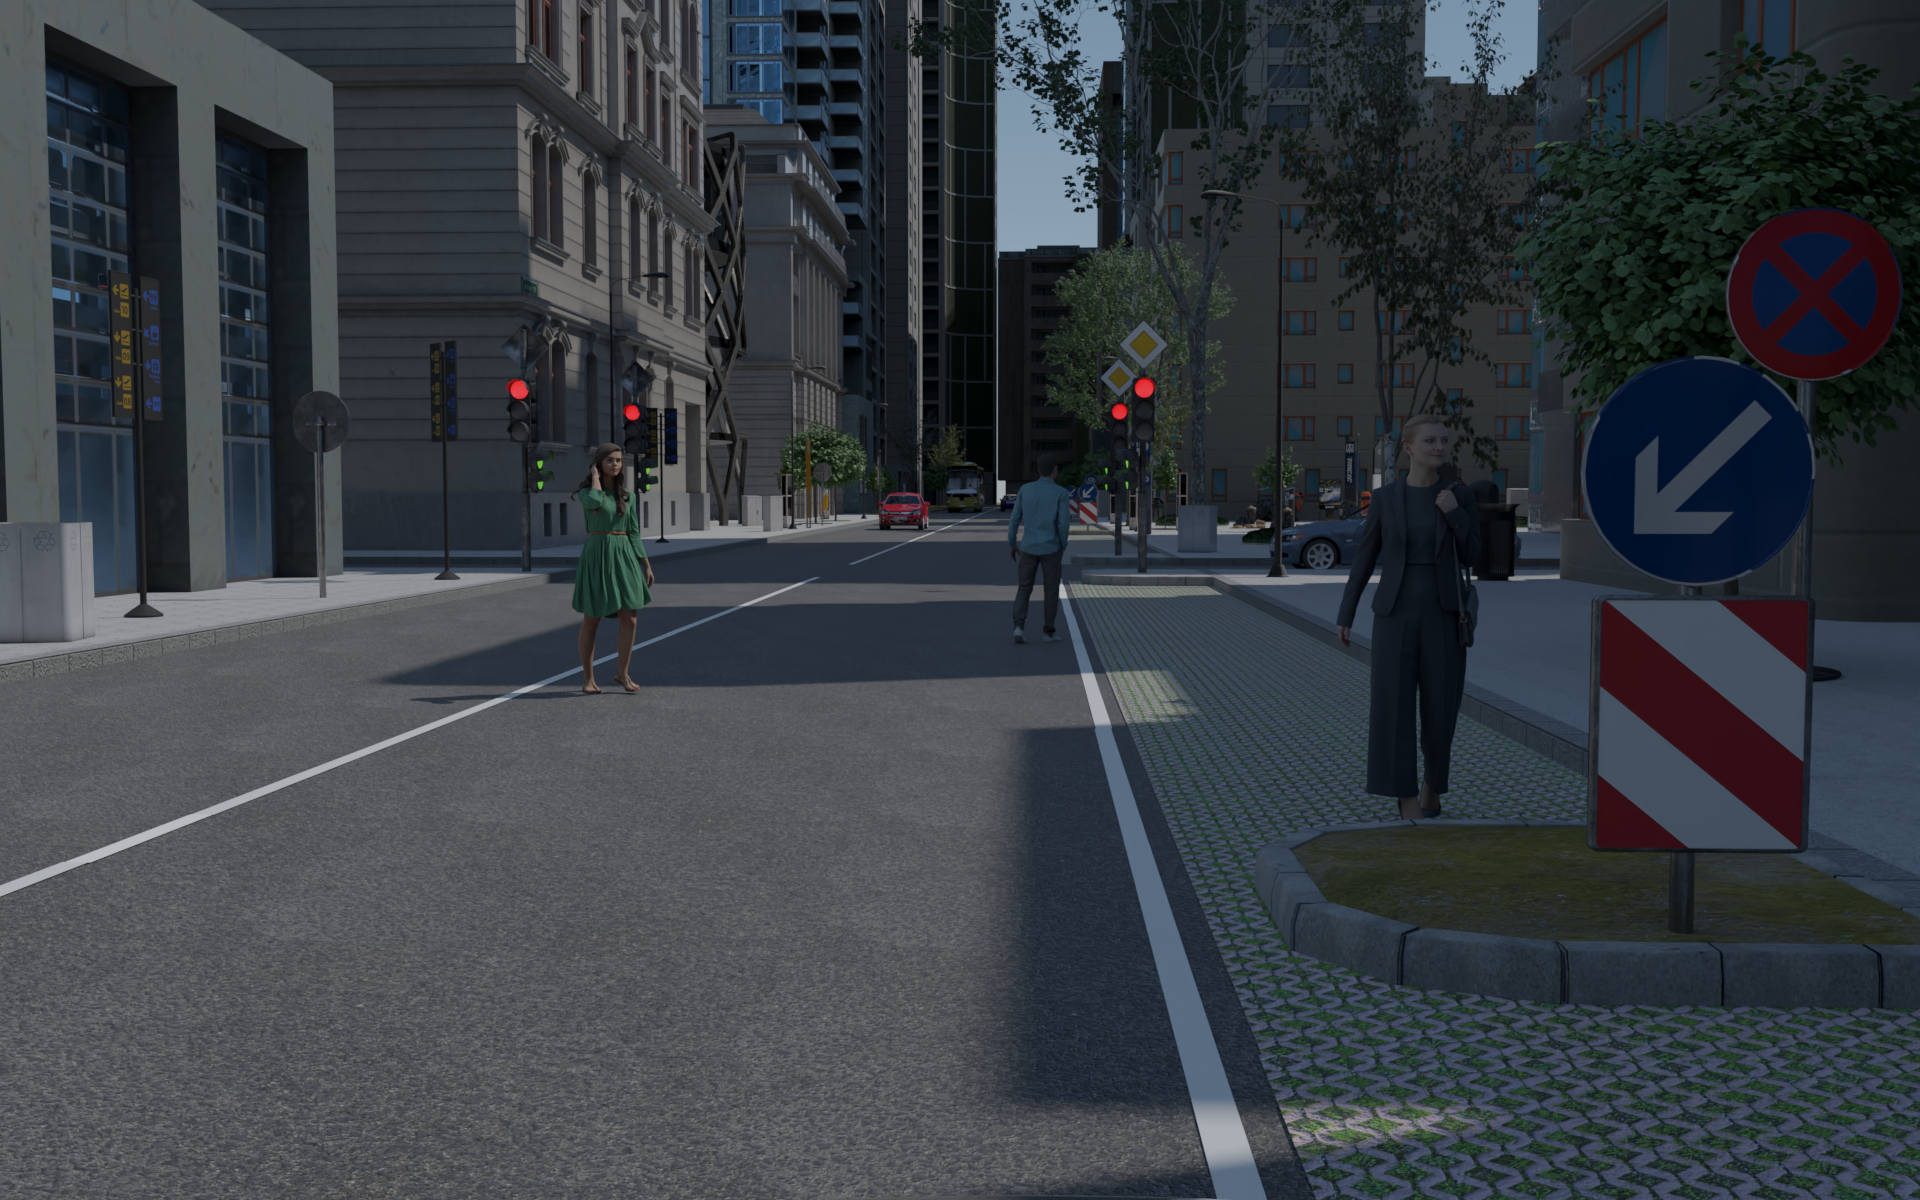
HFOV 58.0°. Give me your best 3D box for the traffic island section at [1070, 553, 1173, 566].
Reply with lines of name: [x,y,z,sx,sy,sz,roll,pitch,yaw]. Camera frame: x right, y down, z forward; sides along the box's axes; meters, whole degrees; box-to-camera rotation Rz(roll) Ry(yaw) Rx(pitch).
traffic island section: [3.329,-0.852,36.216,2.009,0.180,2.903,0,4,2]

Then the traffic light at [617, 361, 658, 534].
traffic light: [-6.814,-2.911,36.514,0.839,4.253,0.868,0,4,2]

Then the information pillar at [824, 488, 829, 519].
information pillar: [-6.857,-5.155,88.772,0.304,2.012,0.304,0,4,-7]

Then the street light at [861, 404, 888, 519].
street light: [-4.409,-7.126,89.053,1.470,5.913,1.316,0,4,2]

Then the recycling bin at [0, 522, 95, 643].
recycling bin: [-8.103,-0.163,15.223,0.722,1.027,0.722,-1,4,-9]

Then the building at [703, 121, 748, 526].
building: [-17.405,-12.419,70.500,16.820,18.784,16.811,0,4,2]

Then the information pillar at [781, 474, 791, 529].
information pillar: [-6.463,-3.673,64.545,0.304,2.012,0.304,3,4,37]

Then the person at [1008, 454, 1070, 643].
person: [0.743,-0.500,16.692,0.660,1.820,0.620,1,4,20]

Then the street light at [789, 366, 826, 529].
street light: [-5.550,-5.528,62.918,1.470,5.913,1.316,0,4,2]

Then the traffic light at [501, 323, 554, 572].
traffic light: [-7.151,-2.423,28.536,0.839,4.253,0.868,0,4,2]

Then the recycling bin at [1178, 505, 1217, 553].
recycling bin: [5.238,-1.568,38.190,0.722,1.027,0.722,2,4,23]

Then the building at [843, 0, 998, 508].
building: [-5.994,-46.951,205.900,20.611,71.187,20.563,0,4,2]

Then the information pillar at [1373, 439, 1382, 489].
information pillar: [17.626,-5.006,73.201,0.504,3.616,0.183,-3,5,-40]

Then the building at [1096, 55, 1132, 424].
building: [21.128,-32.190,176.413,14.600,45.320,14.200,0,4,2]

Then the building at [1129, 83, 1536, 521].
building: [24.077,-15.360,96.174,27.650,21.520,28.899,0,4,2]

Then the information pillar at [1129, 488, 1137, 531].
information pillar: [6.164,-3.459,61.042,0.304,2.012,0.304,2,4,32]

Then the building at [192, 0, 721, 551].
building: [-15.543,-16.045,49.729,14.401,28.519,23.554,0,4,2]

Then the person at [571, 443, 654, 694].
person: [-2.525,-0.226,12.449,0.529,1.795,0.600,3,5,42]

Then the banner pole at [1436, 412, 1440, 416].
banner pole: [14.289,-3.819,52.460,0.863,3.779,0.401,-2,4,-34]

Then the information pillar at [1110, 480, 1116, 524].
information pillar: [6.595,-4.258,74.109,0.304,2.012,0.304,1,4,15]

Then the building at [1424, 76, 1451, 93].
building: [43.355,-29.072,167.208,23.993,40.220,32.217,0,4,2]

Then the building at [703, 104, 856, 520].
building: [-13.596,-15.562,96.247,13.314,21.916,24.055,0,4,2]

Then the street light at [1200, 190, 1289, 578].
street light: [4.374,-3.309,26.639,1.470,5.913,1.316,0,4,2]

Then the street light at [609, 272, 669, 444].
street light: [-6.779,-3.906,36.404,1.470,5.913,1.316,0,4,2]

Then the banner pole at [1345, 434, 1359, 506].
banner pole: [16.331,-5.016,72.026,0.401,3.779,0.863,-3,5,-41]

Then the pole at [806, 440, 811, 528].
pole: [-5.706,-4.361,65.148,0.158,3.312,0.155,0,3,0]

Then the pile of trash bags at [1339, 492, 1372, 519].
pile of trash bags: [15.558,-3.480,66.658,1.912,1.369,3.447,1,4,14]

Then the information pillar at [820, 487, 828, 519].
information pillar: [-6.895,-5.879,87.477,0.504,3.616,0.183,3,4,38]

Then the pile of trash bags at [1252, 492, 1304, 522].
pile of trash bags: [15.012,-4.353,80.928,1.912,1.369,3.447,3,5,42]

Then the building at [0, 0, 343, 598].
building: [-25.776,-42.923,14.460,31.000,86.520,22.319,0,4,2]

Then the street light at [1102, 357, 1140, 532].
street light: [5.540,-5.268,58.674,1.470,5.913,1.316,0,4,2]

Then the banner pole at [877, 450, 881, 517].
banner pole: [-4.636,-6.671,99.085,0.401,3.779,0.863,-1,4,-17]

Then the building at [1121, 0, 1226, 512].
building: [21.619,-42.140,127.244,20.563,71.187,20.611,0,4,2]

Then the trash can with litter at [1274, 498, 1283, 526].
trash can with litter: [9.460,-2.444,51.021,1.678,1.210,2.233,0,4,5]

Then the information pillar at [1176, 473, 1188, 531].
information pillar: [7.704,-3.404,60.147,0.304,2.012,0.304,-1,4,-14]

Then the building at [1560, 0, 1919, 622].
building: [22.301,-10.128,10.632,27.650,21.520,28.899,0,4,2]

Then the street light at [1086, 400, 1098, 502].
street light: [6.865,-6.866,84.802,1.470,5.913,1.316,0,4,2]

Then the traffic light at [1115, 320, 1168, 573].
traffic light: [2.952,-2.398,28.126,0.839,4.253,0.868,0,4,2]

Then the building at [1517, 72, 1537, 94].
building: [70.348,-31.566,170.722,28.867,44.769,22.147,0,4,2]

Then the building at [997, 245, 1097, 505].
building: [11.380,-26.439,203.985,14.107,30.474,14.160,0,4,2]

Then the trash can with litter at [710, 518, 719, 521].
trash can with litter: [-11.879,-4.346,82.112,1.678,1.210,2.233,1,4,14]

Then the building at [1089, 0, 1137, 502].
building: [23.187,-51.365,152.490,22.319,86.520,31.000,0,4,2]

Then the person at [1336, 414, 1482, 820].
person: [1.957,0.087,7.492,0.576,1.772,0.534,0,4,-7]

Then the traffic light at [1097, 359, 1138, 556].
traffic light: [3.289,-2.886,36.104,0.839,4.253,0.868,0,4,2]

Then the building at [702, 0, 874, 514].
building: [-17.077,-49.735,125.845,22.319,86.520,31.000,0,4,2]

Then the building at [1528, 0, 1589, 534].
building: [31.638,-26.145,47.078,30.456,49.044,23.786,0,4,2]

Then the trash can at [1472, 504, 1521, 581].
trash can: [7.935,-0.862,25.754,0.748,1.137,0.748,0,3,0]

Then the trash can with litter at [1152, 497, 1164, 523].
trash can with litter: [8.909,-4.022,77.144,1.055,1.170,0.624,-3,5,-44]
